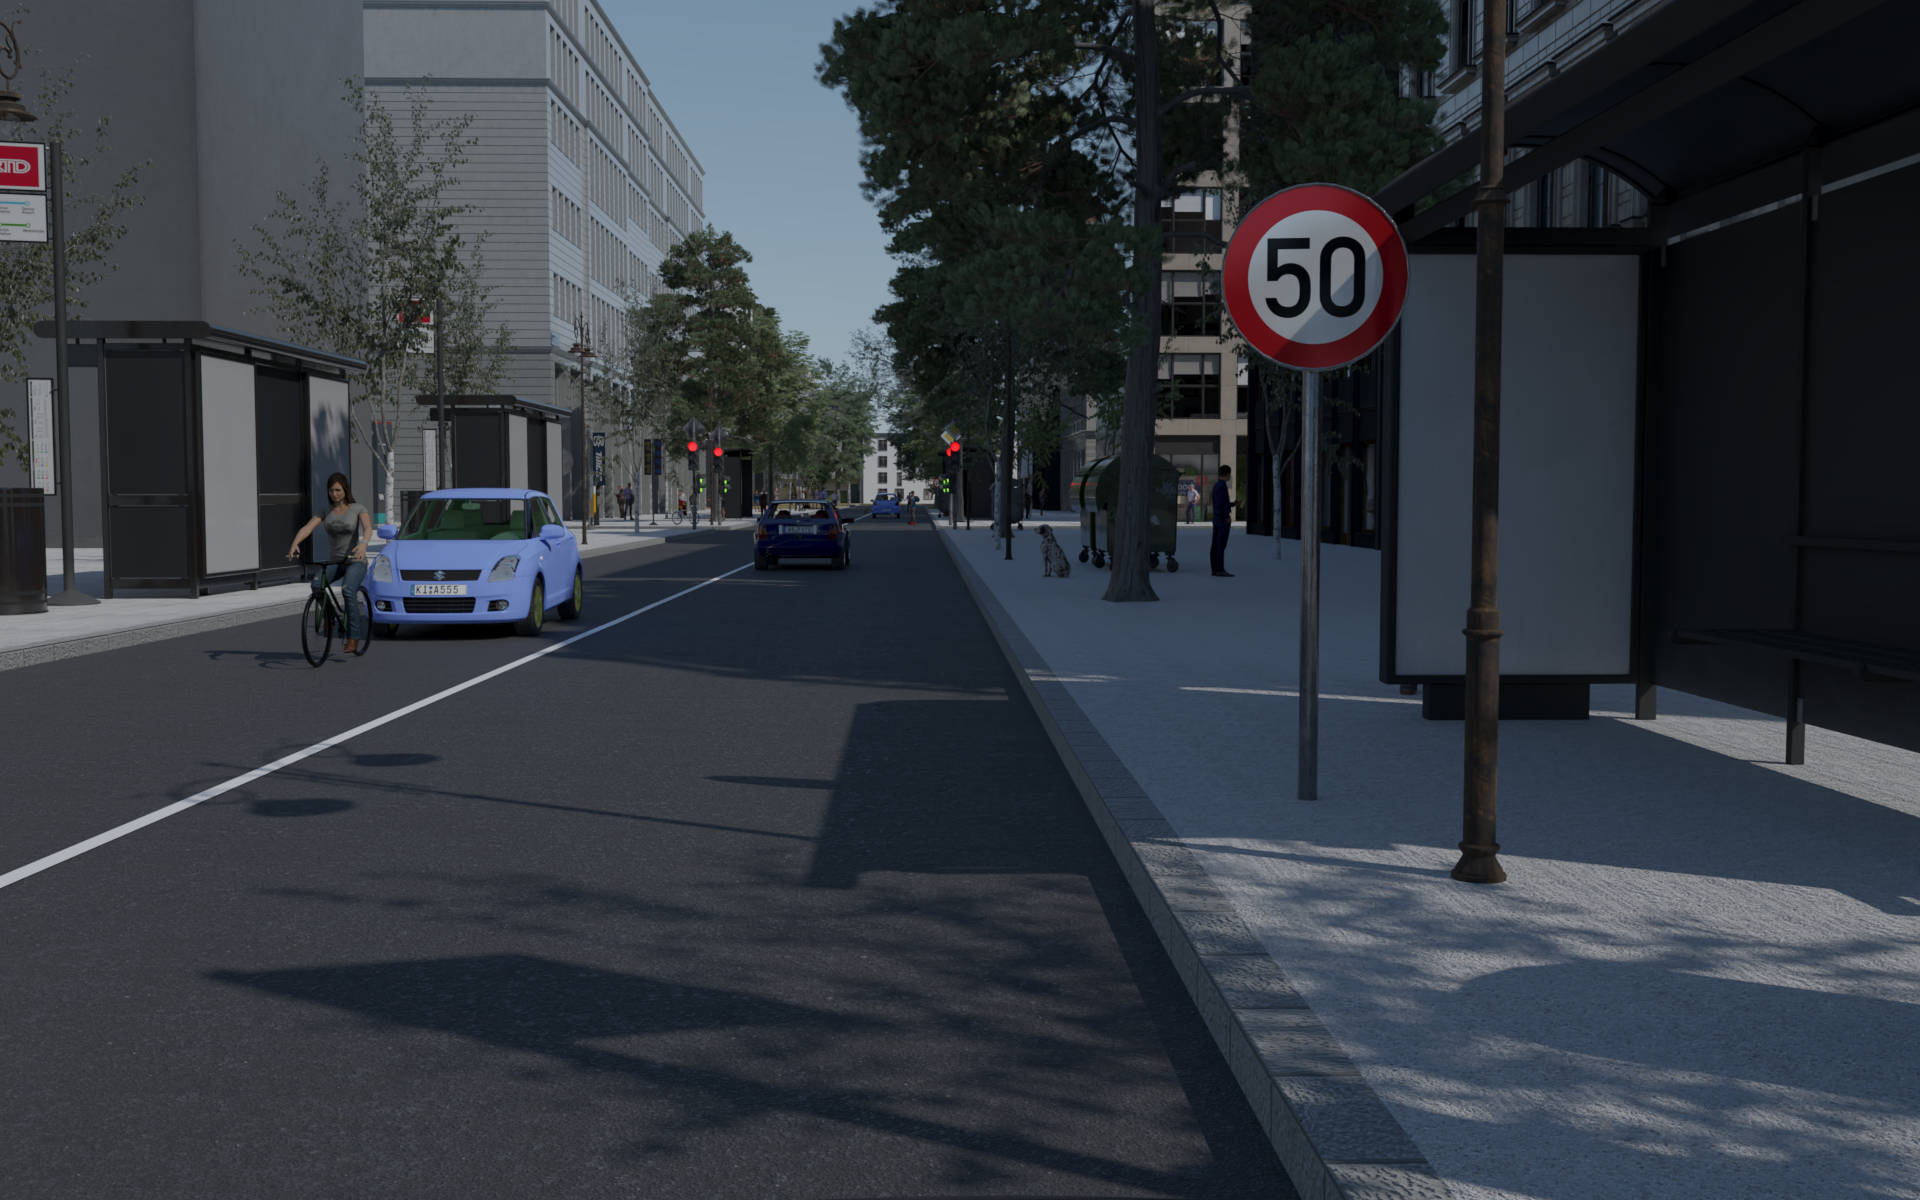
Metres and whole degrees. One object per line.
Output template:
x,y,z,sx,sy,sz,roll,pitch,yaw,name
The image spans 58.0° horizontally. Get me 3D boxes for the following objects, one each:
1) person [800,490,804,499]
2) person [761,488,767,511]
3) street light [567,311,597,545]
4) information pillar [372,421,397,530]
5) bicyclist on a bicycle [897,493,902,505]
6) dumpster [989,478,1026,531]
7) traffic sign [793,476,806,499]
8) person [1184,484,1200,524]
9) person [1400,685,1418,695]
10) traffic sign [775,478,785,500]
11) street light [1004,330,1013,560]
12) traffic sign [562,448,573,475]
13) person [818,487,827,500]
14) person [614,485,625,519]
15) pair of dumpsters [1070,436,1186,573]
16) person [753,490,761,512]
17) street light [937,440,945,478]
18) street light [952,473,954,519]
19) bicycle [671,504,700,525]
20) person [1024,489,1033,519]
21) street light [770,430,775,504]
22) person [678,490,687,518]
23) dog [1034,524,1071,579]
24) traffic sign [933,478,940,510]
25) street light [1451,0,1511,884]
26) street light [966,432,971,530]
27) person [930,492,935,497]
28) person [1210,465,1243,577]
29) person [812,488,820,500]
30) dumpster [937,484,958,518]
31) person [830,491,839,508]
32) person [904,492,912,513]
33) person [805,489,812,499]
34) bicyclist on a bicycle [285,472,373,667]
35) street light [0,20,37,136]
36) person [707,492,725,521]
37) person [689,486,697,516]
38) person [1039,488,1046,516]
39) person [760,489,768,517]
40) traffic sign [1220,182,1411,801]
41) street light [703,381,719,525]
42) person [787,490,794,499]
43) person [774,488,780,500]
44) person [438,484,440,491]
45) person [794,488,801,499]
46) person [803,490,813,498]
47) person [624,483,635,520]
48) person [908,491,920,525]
-11.861,-7.417,129.528,0.590,1.554,0.614,1,4,8,person
-15.241,-7.820,134.574,0.621,1.740,0.551,3,5,45,person
-9.562,-4.351,43.928,0.468,5.910,1.993,0,4,-1,street light
-20.712,-4.435,61.883,0.750,3.857,0.750,3,5,39,information pillar
-7.172,-11.851,203.777,1.499,1.676,1.625,0,4,-1,bicyclist on a bicycle
1.691,-3.409,61.493,1.264,1.857,1.865,0,4,-1,dumpster
-11.434,-7.550,123.454,0.884,2.594,0.081,0,4,2,traffic sign
9.843,-4.084,73.757,0.436,1.711,0.756,-2,4,-24,person
3.175,-0.317,11.099,0.709,1.838,0.599,-2,4,-28,person
-13.924,-8.199,134.154,0.768,2.556,0.104,0,4,6,traffic sign
0.951,-3.723,33.661,0.468,5.910,1.993,0,4,-1,street light
-11.021,-2.908,47.653,0.768,2.556,0.104,0,4,1,traffic sign
-8.198,-5.783,102.921,0.599,1.838,0.709,3,5,44,person
-17.881,-5.158,91.059,0.600,1.739,0.565,-3,5,-41,person
2.893,-1.697,30.237,1.574,2.255,4.436,0,4,-1,pair of dumpsters
-14.429,-7.066,123.444,0.647,1.594,0.662,1,4,11,person
-1.116,-8.832,117.194,0.468,5.910,1.993,0,4,-1,street light
-0.385,-7.097,88.831,0.468,5.910,1.993,0,4,-1,street light
-11.421,-3.591,71.927,1.543,0.972,0.635,2,4,31,bicycle
3.519,-4.947,89.202,0.388,1.546,0.482,3,5,40,person
-10.898,-7.766,99.760,0.468,5.910,1.993,0,4,-1,street light
-15.017,-5.208,93.660,0.523,1.526,0.387,-1,4,-18,person
1.459,-0.750,26.647,0.513,0.831,0.800,0,4,-8,dog
-1.749,-8.412,137.639,0.768,2.556,0.104,0,4,-1,traffic sign
1.732,-2.007,5.607,0.468,5.910,1.993,0,4,-1,street light
0.295,-5.440,61.736,0.468,5.910,1.993,0,4,-1,street light
-2.085,-9.249,157.288,1.348,1.821,0.705,-1,4,-13,person
4.141,-1.237,26.966,0.504,1.737,0.576,-1,4,-14,person
-11.847,-8.293,142.085,0.683,1.767,0.568,0,3,0,person
-0.596,-5.355,93.309,1.264,1.857,1.865,0,4,-1,dumpster
-9.851,-7.754,136.220,0.756,1.711,0.436,-1,4,-12,person
-3.873,-7.527,133.520,0.963,1.587,0.435,0,4,-4,person
-12.537,-8.358,143.385,0.565,1.739,0.600,-1,4,-22,person
-5.305,-0.291,14.776,1.499,1.676,1.625,0,4,1,bicyclist on a bicycle
-8.877,-2.618,15.600,0.468,5.910,1.993,0,4,-1,street light
-11.544,-4.467,82.268,0.628,1.438,0.799,3,5,42,person
-15.527,-5.735,100.341,0.617,1.759,0.750,-2,4,-34,person
4.946,-5.854,103.218,0.415,1.643,0.593,-1,4,-11,person
-10.720,-5.283,94.694,0.482,1.546,0.388,2,4,27,person
1.462,-0.434,7.205,0.768,2.556,0.104,0,4,7,traffic sign
-10.209,-6.011,71.070,0.468,5.910,1.993,0,4,-1,street light
-20.152,-12.271,206.688,0.705,1.821,1.348,-3,5,-41,person
-13.371,-7.375,127.148,0.750,1.759,0.617,2,4,31,person
-22.017,-4.092,73.632,0.600,1.739,0.565,-3,5,-42,person
-12.259,-7.569,130.484,0.600,1.739,0.565,2,4,30,person
-16.015,-10.699,180.932,1.348,1.831,0.705,0,4,-8,person
-16.229,-4.856,85.310,0.599,1.838,0.709,3,4,37,person
-2.195,-4.326,81.093,0.662,1.594,0.647,1,4,14,person
